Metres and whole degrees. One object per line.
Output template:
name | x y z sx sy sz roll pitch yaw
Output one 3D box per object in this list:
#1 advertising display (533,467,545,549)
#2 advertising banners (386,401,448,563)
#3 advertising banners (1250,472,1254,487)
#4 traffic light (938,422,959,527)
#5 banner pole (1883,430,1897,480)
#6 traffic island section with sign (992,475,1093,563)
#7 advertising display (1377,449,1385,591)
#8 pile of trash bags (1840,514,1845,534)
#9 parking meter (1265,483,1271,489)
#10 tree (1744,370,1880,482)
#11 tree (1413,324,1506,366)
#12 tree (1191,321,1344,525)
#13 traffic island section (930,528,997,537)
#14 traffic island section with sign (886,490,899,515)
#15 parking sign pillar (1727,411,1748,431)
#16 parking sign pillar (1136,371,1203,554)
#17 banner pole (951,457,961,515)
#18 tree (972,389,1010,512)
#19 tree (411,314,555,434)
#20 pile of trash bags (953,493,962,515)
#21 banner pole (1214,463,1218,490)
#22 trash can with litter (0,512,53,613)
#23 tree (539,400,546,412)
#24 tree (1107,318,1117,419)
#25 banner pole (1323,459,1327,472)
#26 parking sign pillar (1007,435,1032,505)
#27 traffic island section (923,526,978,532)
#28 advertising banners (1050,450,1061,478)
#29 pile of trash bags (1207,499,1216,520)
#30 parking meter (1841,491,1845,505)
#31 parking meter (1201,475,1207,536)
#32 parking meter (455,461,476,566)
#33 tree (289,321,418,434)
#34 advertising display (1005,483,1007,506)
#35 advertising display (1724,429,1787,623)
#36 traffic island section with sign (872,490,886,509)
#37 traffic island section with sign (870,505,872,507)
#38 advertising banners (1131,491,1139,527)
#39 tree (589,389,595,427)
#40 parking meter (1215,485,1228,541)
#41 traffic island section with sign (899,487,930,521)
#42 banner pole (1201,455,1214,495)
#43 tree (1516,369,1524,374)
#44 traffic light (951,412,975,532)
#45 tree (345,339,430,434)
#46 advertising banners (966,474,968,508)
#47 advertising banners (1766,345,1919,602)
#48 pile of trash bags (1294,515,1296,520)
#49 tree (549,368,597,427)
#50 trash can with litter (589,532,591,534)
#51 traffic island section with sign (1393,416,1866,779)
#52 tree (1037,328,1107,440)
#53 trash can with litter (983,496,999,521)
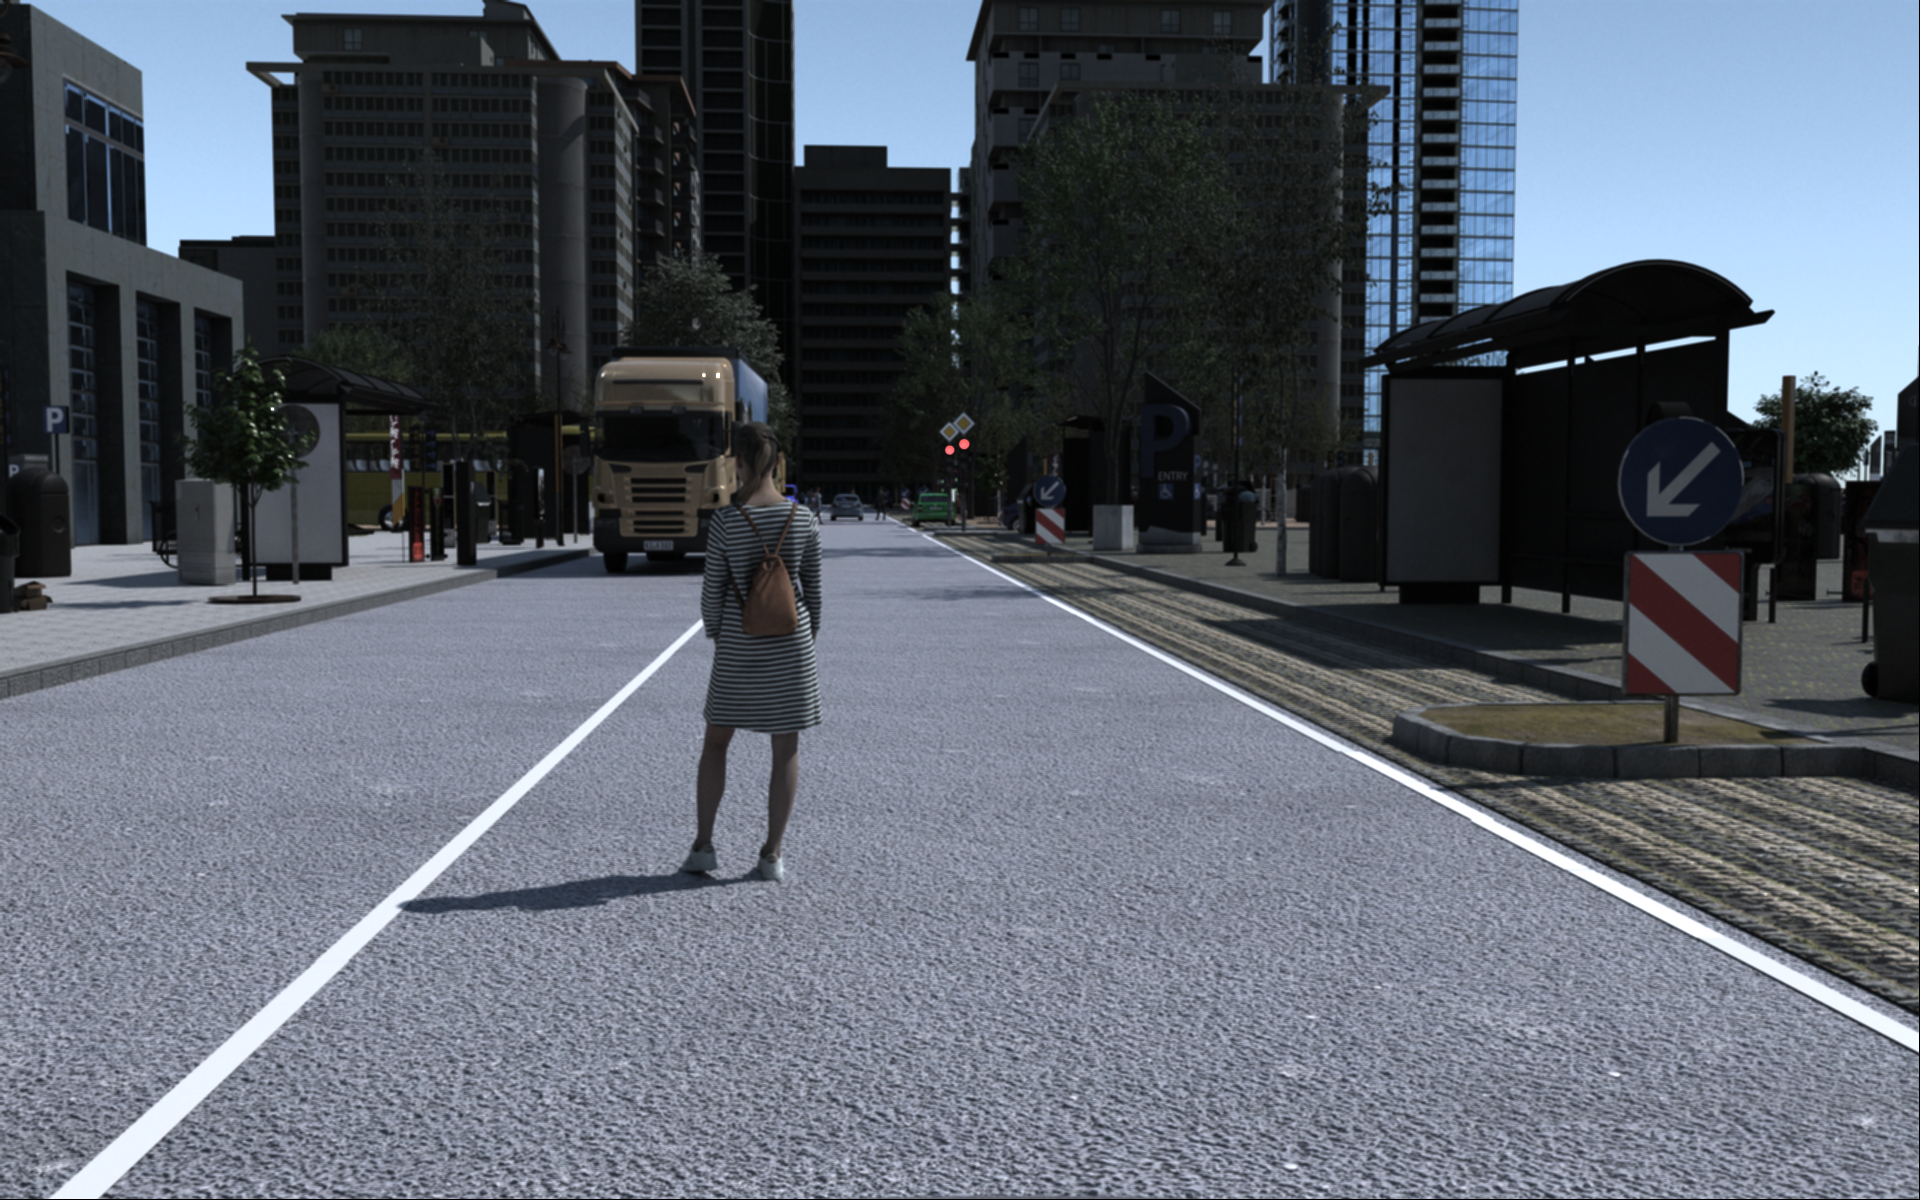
advertising display | -9.967 -2.191 41.044 0.123 1.923 0.974 0 4 -6
advertising banners | -10.194 -2.220 32.477 0.090 3.025 2.074 1 4 13
advertising banners | 23.951 -8.751 139.269 2.074 3.025 0.090 -3 5 -42
traffic light | -0.433 -4.789 67.225 0.839 4.253 0.868 0 4 -4
banner pole | 32.301 -4.280 59.993 0.401 3.779 0.863 -1 4 -19
traffic island section with sign | 1.693 -1.705 36.507 1.989 1.847 2.006 0 4 -4
advertising display | 5.995 -1.078 22.835 0.974 1.923 0.123 0 4 -4
pile of trash bags | 28.905 -2.790 55.369 3.447 1.369 1.912 1 4 14
parking meter | 15.820 -5.086 88.870 0.255 1.863 0.399 -2 4 -35
tree | 22.580 -3.813 46.057 4.285 4.588 4.351 0 3 0
tree | 20.104 -7.497 72.933 4.737 8.622 4.395 0 3 0
tree | 12.286 -7.378 70.996 4.737 8.622 4.395 0 3 0
traffic island section | 0.148 -2.269 59.374 2.009 0.180 2.903 0 4 -4
traffic island section with sign | -3.877 -6.737 118.778 1.989 1.847 2.006 0 4 -4
parking sign pillar | 22.731 -3.814 50.823 1.447 3.967 1.447 3 5 39
parking sign pillar | 4.544 -2.997 37.477 1.447 3.967 1.447 2 4 32
banner pole | -0.169 -6.977 104.096 0.863 3.779 0.401 1 4 19
tree | 2.688 -10.452 121.258 4.737 8.622 4.395 0 3 0
tree | -23.931 -9.384 87.842 7.601 10.594 8.767 0 4 -2
pile of trash bags | 0.346 -6.012 108.053 1.912 1.369 3.447 1 4 10
banner pole | 17.853 -8.080 122.126 0.863 3.779 0.401 -1 4 -22
trash can with litter | -10.454 -0.457 18.857 0.624 1.170 1.055 0 4 7
tree | -29.780 -10.735 125.878 4.737 8.622 4.395 0 3 0
tree | 7.384 -6.452 55.848 4.360 8.622 3.978 0 3 0
banner pole | 23.396 -7.335 109.947 0.863 3.779 0.401 -2 4 -25
parking sign pillar | 2.736 -5.580 79.706 1.447 3.967 1.447 -3 5 -42
traffic island section | -0.392 -2.756 67.341 2.009 0.180 2.903 0 4 -4
advertising banners | 4.274 -4.380 67.806 0.090 3.025 2.074 -3 5 -43
pile of trash bags | 10.805 -4.611 85.148 3.447 1.369 1.912 -1 4 -10
parking meter | 52.191 -5.734 102.161 0.372 1.533 0.369 0 3 0
parking meter | 7.383 -2.914 53.355 0.399 1.863 0.255 -1 4 -22
parking meter | -8.878 -1.555 31.131 0.255 1.863 0.399 0 4 1
tree | -36.440 -10.857 103.270 9.928 11.665 9.643 0 3 0
advertising display | 2.540 -4.700 82.061 0.974 1.923 0.123 3 4 37
advertising display | 7.947 -0.758 17.602 0.123 1.923 0.974 -1 4 -21
traffic island section with sign | -7.319 -9.846 169.616 1.989 1.847 2.006 0 4 -4
traffic island section with sign | -9.156 -11.491 196.509 1.989 1.847 2.006 0 4 -4
advertising banners | 7.500 -4.350 67.310 2.074 3.025 0.090 -1 4 -14
tree | -21.955 -8.919 96.195 4.360 8.622 3.978 0 3 0
parking meter | 7.148 -2.369 47.140 0.372 1.533 0.369 0 3 0
traffic island section with sign | -2.053 -5.092 91.884 1.989 1.847 2.006 0 4 -4
banner pole | 15.707 -7.439 111.641 0.863 3.779 0.401 -2 4 -29
tree | 26.296 -8.370 87.218 4.737 8.622 4.395 0 3 0
traffic light | 0.107 -4.302 59.258 0.839 4.253 0.868 0 4 -4
tree | -26.791 -7.971 80.682 4.737 8.622 4.395 0 3 0
advertising banners | 0.411 -5.868 92.125 0.090 3.025 2.074 0 4 4
advertising banners | 10.736 -1.488 20.525 2.074 3.025 0.090 1 4 23
pile of trash bags | 18.365 -4.691 86.442 3.447 1.369 1.912 2 4 34
tree | -21.034 -9.257 101.715 4.737 8.622 4.395 0 3 0
trash can with litter | -11.837 -2.758 56.144 1.678 1.210 2.233 1 4 21
traffic island section with sign | 3.525 -0.060 9.614 1.989 1.847 2.006 0 4 -4
tree | 5.645 -7.410 71.509 4.360 8.622 3.978 0 3 0
trash can with litter | 1.996 -4.498 84.599 2.233 1.210 1.678 0 4 -6
